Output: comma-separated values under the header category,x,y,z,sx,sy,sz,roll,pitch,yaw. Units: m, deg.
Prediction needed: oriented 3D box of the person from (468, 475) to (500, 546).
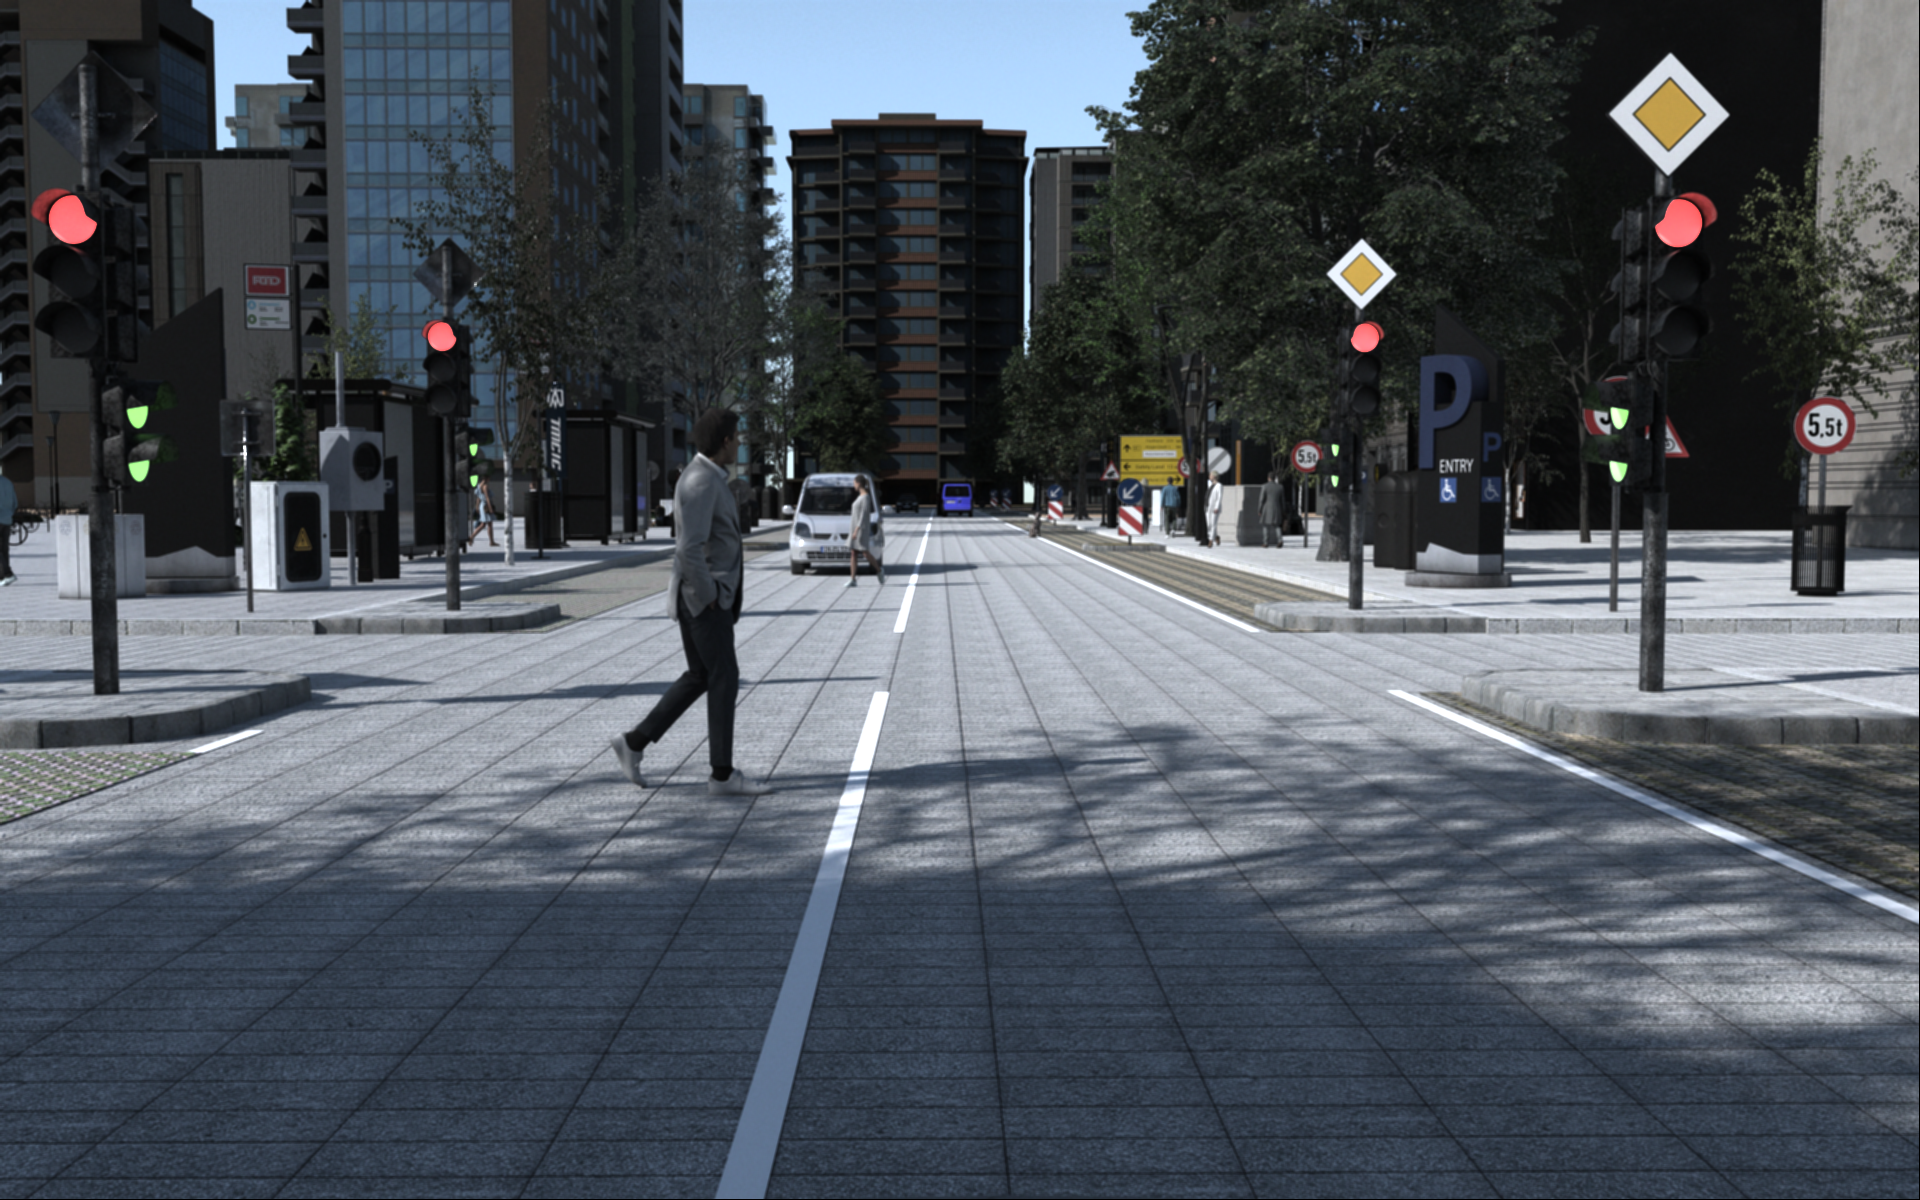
category,x,y,z,sx,sy,sz,roll,pitch,yaw
person,-11.609,-2.211,42.288,0.778,1.811,0.616,-2,4,-32

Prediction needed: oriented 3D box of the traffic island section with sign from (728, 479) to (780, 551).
category,x,y,z,sx,sy,sz,roll,pitch,yaw
traffic island section with sign,-5.613,-2.168,44.071,1.989,1.847,2.006,0,4,-1

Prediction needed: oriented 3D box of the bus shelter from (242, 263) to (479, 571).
category,x,y,z,sx,sy,sz,roll,pitch,yaw
bus shelter,-11.403,-3.384,32.966,2.179,5.291,8.768,0,4,-1

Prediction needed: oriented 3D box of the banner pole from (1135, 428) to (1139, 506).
category,x,y,z,sx,sy,sz,roll,pitch,yaw
banner pole,6.829,-4.610,65.395,0.401,3.779,0.863,-3,5,-39

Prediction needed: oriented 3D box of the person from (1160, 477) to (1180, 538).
category,x,y,z,sx,sy,sz,roll,pitch,yaw
person,6.145,-2.704,50.598,0.601,1.785,0.444,0,4,2

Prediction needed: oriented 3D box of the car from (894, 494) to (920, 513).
category,x,y,z,sx,sy,sz,roll,pitch,yaw
car,-4.008,-7.466,131.849,2.009,1.686,4.222,0,4,-1

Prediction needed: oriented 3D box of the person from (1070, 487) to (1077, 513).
category,x,y,z,sx,sy,sz,roll,pitch,yaw
person,7.536,-6.701,116.132,0.617,1.759,0.750,-2,4,-31

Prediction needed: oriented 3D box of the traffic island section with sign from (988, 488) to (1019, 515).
category,x,y,z,sx,sy,sz,roll,pitch,yaw
traffic island section with sign,3.134,-6.900,121.442,1.989,1.847,2.006,0,4,-1

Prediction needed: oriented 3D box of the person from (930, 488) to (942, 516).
category,x,y,z,sx,sy,sz,roll,pitch,yaw
person,-1.308,-6.374,112.674,1.348,1.831,0.705,-2,4,-27

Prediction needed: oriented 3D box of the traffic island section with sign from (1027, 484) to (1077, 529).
category,x,y,z,sx,sy,sz,roll,pitch,yaw
traffic island section with sign,3.763,-3.835,71.334,1.989,1.847,2.006,0,4,-1

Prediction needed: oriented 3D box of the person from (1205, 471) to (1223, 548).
category,x,y,z,sx,sy,sz,roll,pitch,yaw
person,6.113,-2.176,41.506,0.514,1.842,0.818,3,4,37

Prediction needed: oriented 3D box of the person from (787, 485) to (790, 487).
category,x,y,z,sx,sy,sz,roll,pitch,yaw
person,-9.238,-5.310,93.105,0.529,1.795,0.600,0,4,-5

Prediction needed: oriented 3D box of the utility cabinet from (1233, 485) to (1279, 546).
category,x,y,z,sx,sy,sz,roll,pitch,yaw
utility cabinet,7.277,-2.059,42.349,1.173,1.500,0.318,-2,4,-34

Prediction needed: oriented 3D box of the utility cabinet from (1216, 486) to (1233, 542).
category,x,y,z,sx,sy,sz,roll,pitch,yaw
utility cabinet,7.397,-2.279,45.948,1.173,1.500,0.318,3,5,40

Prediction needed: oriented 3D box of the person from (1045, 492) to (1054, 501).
category,x,y,z,sx,sy,sz,roll,pitch,yaw
person,6.019,-6.558,116.452,0.799,1.438,0.628,0,4,1

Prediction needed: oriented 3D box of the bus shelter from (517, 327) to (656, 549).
category,x,y,z,sx,sy,sz,roll,pitch,yaw
bus shelter,-9.572,-4.081,44.363,2.179,5.291,8.768,0,4,-1

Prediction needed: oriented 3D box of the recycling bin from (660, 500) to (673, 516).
category,x,y,z,sx,sy,sz,roll,pitch,yaw
recycling bin,-13.162,-4.039,78.592,0.722,1.027,0.722,0,4,7

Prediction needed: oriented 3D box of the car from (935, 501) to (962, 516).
category,x,y,z,sx,sy,sz,roll,pitch,yaw
car,-0.689,-6.387,117.011,1.945,1.354,3.894,0,3,0

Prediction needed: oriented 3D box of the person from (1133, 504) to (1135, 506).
category,x,y,z,sx,sy,sz,roll,pitch,yaw
person,11.103,-6.281,109.660,0.530,1.710,0.541,0,3,0

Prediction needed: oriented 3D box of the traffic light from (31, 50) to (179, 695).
category,x,y,z,sx,sy,sz,roll,pitch,yaw
traffic light,-5.475,-1.352,11.028,0.839,4.253,0.868,0,4,-1

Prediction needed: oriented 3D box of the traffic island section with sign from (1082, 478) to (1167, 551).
category,x,y,z,sx,sy,sz,roll,pitch,yaw
traffic island section with sign,4.126,-2.155,43.865,1.989,1.847,2.006,0,4,-1

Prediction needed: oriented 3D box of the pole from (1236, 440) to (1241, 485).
category,x,y,z,sx,sy,sz,roll,pitch,yaw
pole,10.560,-4.397,65.728,0.158,3.312,0.155,0,3,0

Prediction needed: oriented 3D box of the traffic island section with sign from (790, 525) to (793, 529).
category,x,y,z,sx,sy,sz,roll,pitch,yaw
traffic island section with sign,-5.945,-3.838,71.381,1.989,1.847,2.006,0,4,-1

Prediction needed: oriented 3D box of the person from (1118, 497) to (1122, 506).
category,x,y,z,sx,sy,sz,roll,pitch,yaw
person,11.149,-6.978,120.849,0.721,1.743,1.217,-3,5,-44

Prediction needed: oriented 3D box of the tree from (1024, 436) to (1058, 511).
category,x,y,z,sx,sy,sz,roll,pitch,yaw
tree,5.983,-10.860,127.923,4.360,8.622,3.978,0,3,0

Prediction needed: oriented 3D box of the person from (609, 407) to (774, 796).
category,x,y,z,sx,sy,sz,roll,pitch,yaw
person,-1.294,0.004,8.274,0.795,1.843,0.661,0,4,-5

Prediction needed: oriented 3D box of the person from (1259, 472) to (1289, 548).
category,x,y,z,sx,sy,sz,roll,pitch,yaw
person,7.428,-2.142,41.174,0.694,1.812,0.767,-1,4,-11

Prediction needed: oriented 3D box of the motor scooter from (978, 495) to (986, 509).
category,x,y,z,sx,sy,sz,roll,pitch,yaw
motor scooter,2.086,-9.188,162.996,0.815,1.314,1.986,0,4,0

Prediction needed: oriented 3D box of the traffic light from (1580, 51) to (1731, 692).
category,x,y,z,sx,sy,sz,roll,pitch,yaw
traffic light,4.485,-1.361,11.170,0.839,4.253,0.868,0,4,-1

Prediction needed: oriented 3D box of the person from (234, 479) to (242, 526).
category,x,y,z,sx,sy,sz,roll,pitch,yaw
person,-22.804,-2.973,54.841,0.526,1.800,0.537,-3,4,-37

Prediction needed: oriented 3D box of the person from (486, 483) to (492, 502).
category,x,y,z,sx,sy,sz,roll,pitch,yaw
person,-21.412,-4.410,78.373,0.478,1.798,0.641,0,4,5

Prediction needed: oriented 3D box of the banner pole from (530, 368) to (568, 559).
category,x,y,z,sx,sy,sz,roll,pitch,yaw
banner pole,-8.121,-2.706,34.260,0.863,3.779,0.401,1,4,20

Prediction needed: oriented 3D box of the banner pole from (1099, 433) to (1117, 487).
category,x,y,z,sx,sy,sz,roll,pitch,yaw
banner pole,6.138,-4.950,70.951,0.863,3.779,0.401,0,4,-6

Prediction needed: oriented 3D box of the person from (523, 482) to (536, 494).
category,x,y,z,sx,sy,sz,roll,pitch,yaw
person,-17.470,-3.906,70.482,0.480,1.755,0.524,3,4,37

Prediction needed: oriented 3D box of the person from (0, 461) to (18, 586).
category,x,y,z,sx,sy,sz,roll,pitch,yaw
person,-13.483,-1.116,24.315,0.620,1.820,0.660,0,4,6

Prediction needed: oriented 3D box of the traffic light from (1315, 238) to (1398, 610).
category,x,y,z,sx,sy,sz,roll,pitch,yaw
traffic light,4.384,-1.849,19.154,0.839,4.253,0.868,0,4,-1

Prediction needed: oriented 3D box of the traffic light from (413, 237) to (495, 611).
category,x,y,z,sx,sy,sz,roll,pitch,yaw
traffic light,-5.577,-1.840,19.012,0.839,4.253,0.868,0,4,-1

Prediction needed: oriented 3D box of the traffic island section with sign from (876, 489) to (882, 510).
category,x,y,z,sx,sy,sz,roll,pitch,yaw
traffic island section with sign,-6.928,-8.537,148.206,1.989,1.847,2.006,0,4,-1

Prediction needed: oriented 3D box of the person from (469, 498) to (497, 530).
category,x,y,z,sx,sy,sz,roll,pitch,yaw
person,-17.003,-3.069,61.720,1.012,1.151,0.738,0,4,-4

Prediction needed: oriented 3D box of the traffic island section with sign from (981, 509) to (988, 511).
category,x,y,z,sx,sy,sz,roll,pitch,yaw
traffic island section with sign,2.791,-8.567,148.694,1.989,1.847,2.006,0,4,-1

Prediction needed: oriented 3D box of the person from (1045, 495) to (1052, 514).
category,x,y,z,sx,sy,sz,roll,pitch,yaw
person,5.637,-6.195,110.592,0.557,1.426,1.065,2,4,28

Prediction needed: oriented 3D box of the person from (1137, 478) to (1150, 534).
category,x,y,z,sx,sy,sz,roll,pitch,yaw
person,5.829,-3.016,55.542,0.537,1.800,0.526,-1,4,-17

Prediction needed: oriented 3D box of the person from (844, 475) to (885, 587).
category,x,y,z,sx,sy,sz,roll,pitch,yaw
person,-1.509,-1.077,26.860,0.466,1.731,0.760,3,5,40

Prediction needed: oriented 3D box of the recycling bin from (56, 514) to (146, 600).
category,x,y,z,sx,sy,sz,roll,pitch,yaw
recycling bin,-10.605,-0.541,21.398,0.722,1.027,0.722,1,4,19
